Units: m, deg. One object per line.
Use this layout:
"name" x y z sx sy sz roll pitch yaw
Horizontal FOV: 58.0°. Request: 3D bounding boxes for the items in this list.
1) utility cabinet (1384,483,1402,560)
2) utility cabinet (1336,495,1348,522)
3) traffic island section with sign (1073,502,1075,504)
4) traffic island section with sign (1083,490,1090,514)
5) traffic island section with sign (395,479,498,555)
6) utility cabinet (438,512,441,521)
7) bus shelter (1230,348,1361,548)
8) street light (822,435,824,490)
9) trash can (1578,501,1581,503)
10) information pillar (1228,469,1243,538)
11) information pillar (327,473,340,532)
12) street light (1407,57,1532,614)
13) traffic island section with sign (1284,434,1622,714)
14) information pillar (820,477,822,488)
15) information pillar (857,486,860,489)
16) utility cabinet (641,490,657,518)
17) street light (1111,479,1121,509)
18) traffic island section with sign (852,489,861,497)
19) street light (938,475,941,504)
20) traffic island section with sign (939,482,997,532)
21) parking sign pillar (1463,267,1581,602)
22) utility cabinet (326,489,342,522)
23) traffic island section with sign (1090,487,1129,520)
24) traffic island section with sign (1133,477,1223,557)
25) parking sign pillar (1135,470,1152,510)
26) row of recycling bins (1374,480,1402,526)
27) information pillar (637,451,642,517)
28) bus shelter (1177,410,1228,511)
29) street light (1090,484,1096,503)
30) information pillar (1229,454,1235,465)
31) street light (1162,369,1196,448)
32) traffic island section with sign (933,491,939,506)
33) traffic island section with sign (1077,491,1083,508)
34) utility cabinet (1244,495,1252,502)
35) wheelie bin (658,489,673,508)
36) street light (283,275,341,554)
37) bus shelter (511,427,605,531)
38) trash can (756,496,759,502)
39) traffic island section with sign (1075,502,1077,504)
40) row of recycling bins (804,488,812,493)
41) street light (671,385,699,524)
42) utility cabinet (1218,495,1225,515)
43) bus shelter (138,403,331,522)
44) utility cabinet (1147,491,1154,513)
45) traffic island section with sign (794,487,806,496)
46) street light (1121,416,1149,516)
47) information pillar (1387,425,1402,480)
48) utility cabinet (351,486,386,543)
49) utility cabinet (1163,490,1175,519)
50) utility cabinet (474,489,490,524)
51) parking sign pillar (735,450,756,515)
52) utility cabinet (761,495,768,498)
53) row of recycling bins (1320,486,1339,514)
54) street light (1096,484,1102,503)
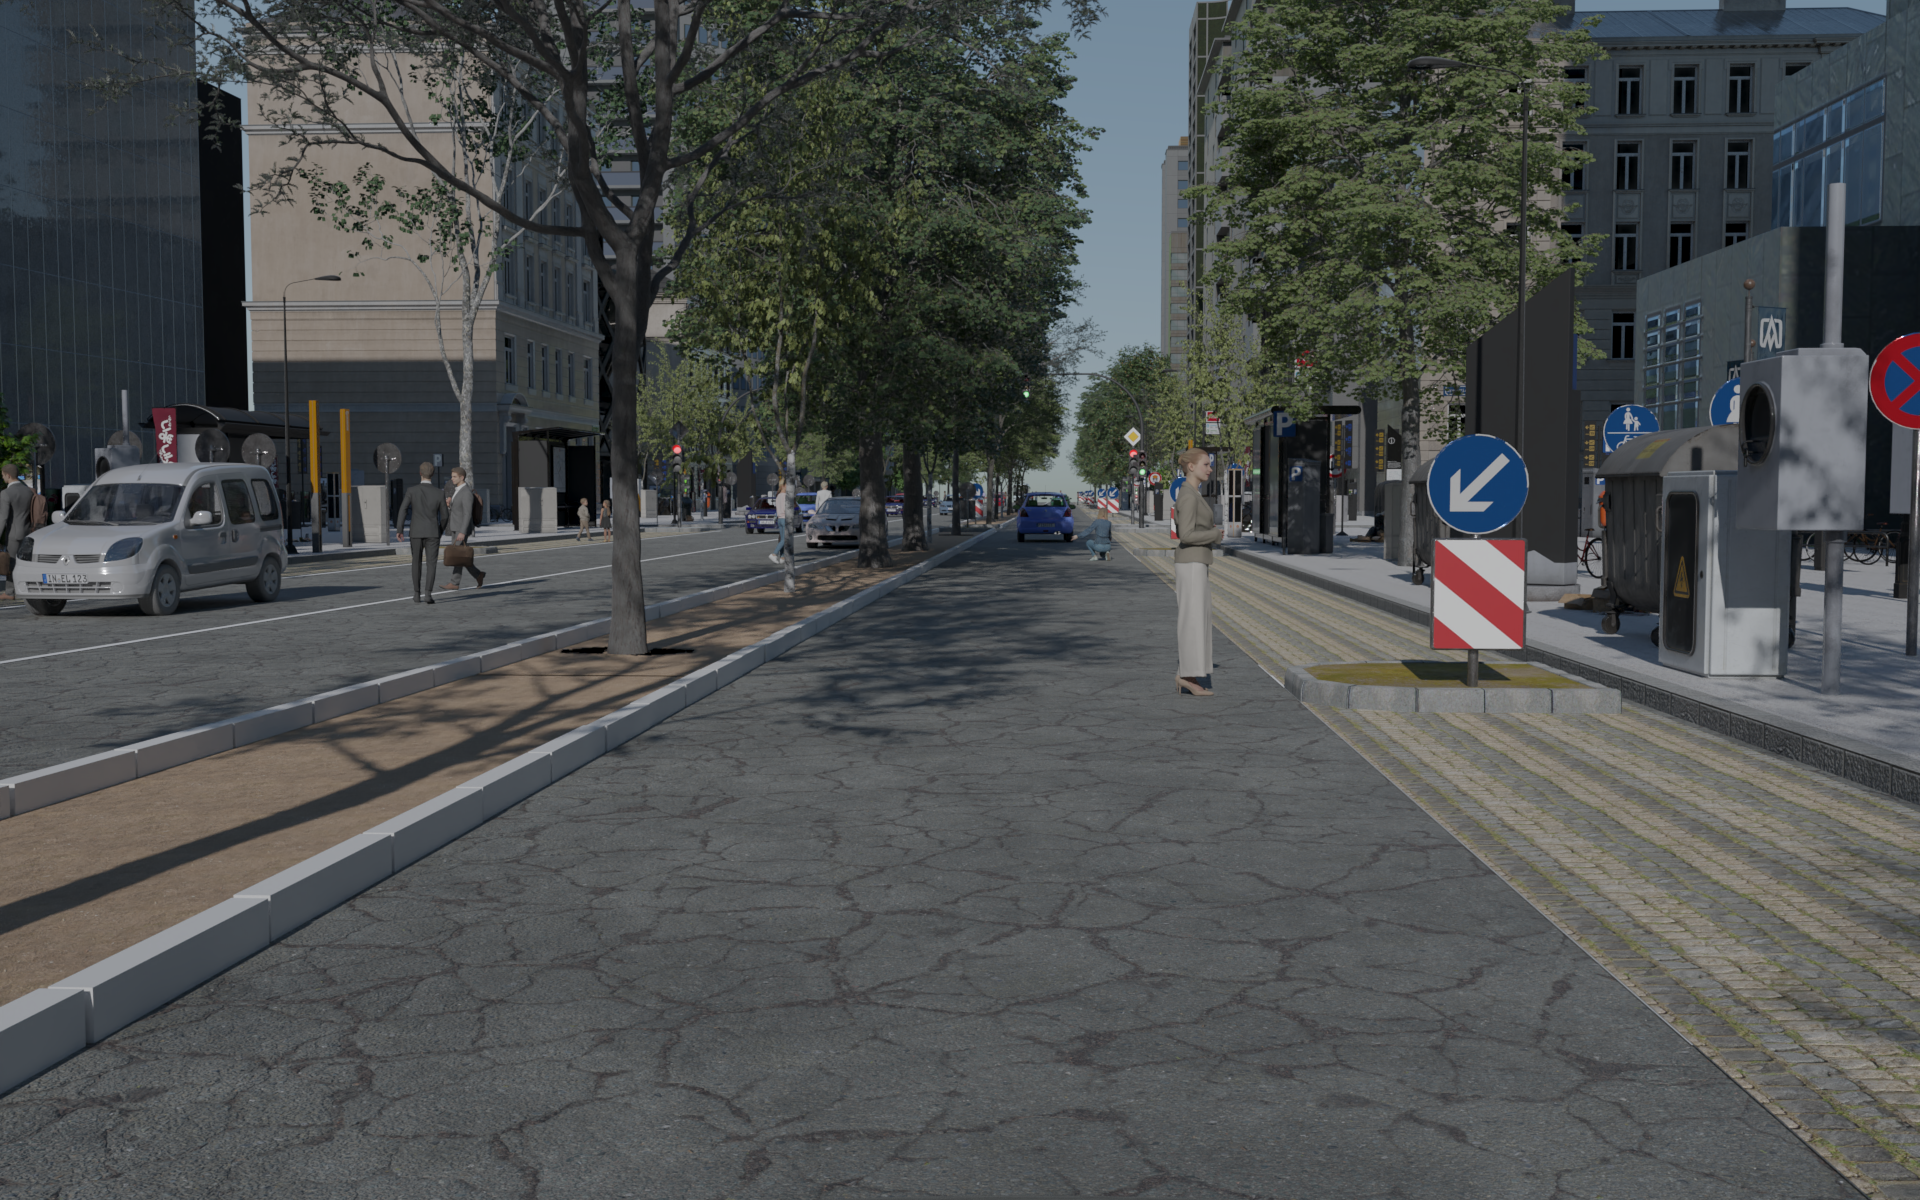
"utility cabinet" 8.832 -1.527 33.648 1.173 1.500 0.318 -1 4 -17
"utility cabinet" 17.644 -4.209 79.977 0.306 1.237 1.020 2 4 27
"traffic island section with sign" 17.769 -15.027 254.321 1.989 1.847 2.006 0 4 3
"traffic island section with sign" 9.938 -6.985 122.836 1.989 1.847 2.006 0 4 3
"traffic island section with sign" -12.198 -2.008 41.467 1.989 1.847 2.006 0 4 3
"utility cabinet" -24.832 -4.362 82.481 0.306 1.237 1.020 0 4 -8
"bus shelter" 8.667 -4.132 45.184 2.179 5.291 8.768 0 4 3
"street light" -8.925 -8.994 119.592 1.470 5.913 1.316 0 4 3
"trash can" 11.992 -1.404 34.603 0.748 1.137 0.748 0 3 0
"information pillar" 8.073 -2.835 50.839 0.304 2.012 0.304 -2 4 -26
"information pillar" -21.442 -3.350 59.269 0.304 2.012 0.304 1 4 14
"street light" 5.455 -2.814 18.546 1.470 5.913 1.316 0 4 3
"traffic island section with sign" 3.356 -0.219 12.215 1.989 1.847 2.006 0 4 3
"information pillar" -10.988 -8.938 137.495 0.183 3.616 0.504 -1 4 -15
"information pillar" -8.522 -9.389 144.859 0.183 3.616 0.504 2 4 27
"utility cabinet" -16.553 -5.107 92.174 0.318 1.500 1.173 1 4 19
"street light" 13.266 -10.723 147.860 1.470 5.913 1.316 0 4 3
"traffic island section with sign" -7.335 -7.018 123.364 1.989 1.847 2.006 0 4 3
"street light" -2.205 -15.962 233.523 1.470 5.913 1.316 0 4 3
"traffic island section with sign" 0.252 -3.521 65.707 2.006 1.907 1.989 0 4 3
"parking sign pillar" 6.883 -2.004 21.230 1.447 3.967 1.447 3 5 41
"utility cabinet" -28.277 -4.297 78.932 1.173 1.500 0.318 -3 5 -40
"traffic island section with sign" 8.330 -5.327 95.720 1.989 1.847 2.006 0 4 3
"traffic island section with sign" 5.049 -1.939 40.330 1.989 1.847 2.006 0 4 3
"parking sign pillar" 14.749 -9.190 138.726 1.447 3.967 1.447 -3 4 -37
"row of recycling bins" 12.591 -2.624 50.009 1.069 1.692 3.534 0 4 5
"information pillar" -17.604 -6.344 95.077 0.183 3.616 0.504 1 4 11
"bus shelter" 11.317 -6.320 80.961 2.179 5.291 8.768 0 4 3
"street light" 17.787 -15.397 224.284 1.470 5.913 1.316 0 4 3
"information pillar" 15.674 -6.643 99.968 0.504 3.616 0.183 -3 5 -39
"street light" 8.199 -5.620 64.435 1.470 5.913 1.316 0 4 3
"traffic island section with sign" -2.713 -11.759 200.887 1.989 1.847 2.006 0 4 3
"traffic island section with sign" 12.895 -10.016 172.385 1.989 1.847 2.006 0 4 3
"utility cabinet" 18.620 -6.281 113.861 0.306 1.237 1.020 -2 4 -33
"wheelie bin" -18.072 -6.016 106.277 0.980 1.594 0.693 0 4 -4
"street light" -13.814 -3.937 36.904 1.470 5.913 1.316 0 4 3
"bus shelter" -14.644 -4.414 63.458 1.731 3.624 6.357 0 4 4
"trash can" -13.627 -6.293 114.541 0.748 1.137 0.748 0 3 0
"traffic island section with sign" 14.496 -11.663 199.319 1.989 1.847 2.006 0 4 3
"row of recycling bins" -11.442 -7.003 121.606 1.069 1.692 3.534 -2 4 -31
"street light" -11.673 -6.201 73.935 1.470 5.913 1.316 0 4 3
"utility cabinet" 15.778 -5.707 104.475 0.306 1.237 1.020 0 4 -4
"bus shelter" -17.163 -2.904 41.403 2.014 3.302 5.546 0 4 3
"utility cabinet" 12.682 -6.557 115.893 0.318 1.500 1.173 -1 4 -9
"traffic island section with sign" -8.936 -5.372 96.456 1.989 1.847 2.006 0 4 3
"street light" 10.475 -7.950 102.523 1.470 5.913 1.316 0 4 3
"information pillar" 14.474 -4.065 57.816 0.504 3.616 0.183 1 4 15
"utility cabinet" -15.520 -2.240 45.303 1.173 1.500 0.318 1 4 23
"utility cabinet" 10.398 -4.753 86.384 0.318 1.500 1.173 -3 4 -39
"utility cabinet" -20.832 -4.023 74.461 1.173 1.500 0.318 1 4 8
"parking sign pillar" -13.139 -7.220 106.512 1.447 3.967 1.447 3 5 41
"utility cabinet" -12.209 -6.115 111.134 1.020 1.237 0.306 0 4 5
"row of recycling bins" 18.058 -4.940 87.877 3.534 1.692 1.069 -3 5 -43
"street light" 15.085 -12.605 178.639 1.470 5.913 1.316 0 4 3
